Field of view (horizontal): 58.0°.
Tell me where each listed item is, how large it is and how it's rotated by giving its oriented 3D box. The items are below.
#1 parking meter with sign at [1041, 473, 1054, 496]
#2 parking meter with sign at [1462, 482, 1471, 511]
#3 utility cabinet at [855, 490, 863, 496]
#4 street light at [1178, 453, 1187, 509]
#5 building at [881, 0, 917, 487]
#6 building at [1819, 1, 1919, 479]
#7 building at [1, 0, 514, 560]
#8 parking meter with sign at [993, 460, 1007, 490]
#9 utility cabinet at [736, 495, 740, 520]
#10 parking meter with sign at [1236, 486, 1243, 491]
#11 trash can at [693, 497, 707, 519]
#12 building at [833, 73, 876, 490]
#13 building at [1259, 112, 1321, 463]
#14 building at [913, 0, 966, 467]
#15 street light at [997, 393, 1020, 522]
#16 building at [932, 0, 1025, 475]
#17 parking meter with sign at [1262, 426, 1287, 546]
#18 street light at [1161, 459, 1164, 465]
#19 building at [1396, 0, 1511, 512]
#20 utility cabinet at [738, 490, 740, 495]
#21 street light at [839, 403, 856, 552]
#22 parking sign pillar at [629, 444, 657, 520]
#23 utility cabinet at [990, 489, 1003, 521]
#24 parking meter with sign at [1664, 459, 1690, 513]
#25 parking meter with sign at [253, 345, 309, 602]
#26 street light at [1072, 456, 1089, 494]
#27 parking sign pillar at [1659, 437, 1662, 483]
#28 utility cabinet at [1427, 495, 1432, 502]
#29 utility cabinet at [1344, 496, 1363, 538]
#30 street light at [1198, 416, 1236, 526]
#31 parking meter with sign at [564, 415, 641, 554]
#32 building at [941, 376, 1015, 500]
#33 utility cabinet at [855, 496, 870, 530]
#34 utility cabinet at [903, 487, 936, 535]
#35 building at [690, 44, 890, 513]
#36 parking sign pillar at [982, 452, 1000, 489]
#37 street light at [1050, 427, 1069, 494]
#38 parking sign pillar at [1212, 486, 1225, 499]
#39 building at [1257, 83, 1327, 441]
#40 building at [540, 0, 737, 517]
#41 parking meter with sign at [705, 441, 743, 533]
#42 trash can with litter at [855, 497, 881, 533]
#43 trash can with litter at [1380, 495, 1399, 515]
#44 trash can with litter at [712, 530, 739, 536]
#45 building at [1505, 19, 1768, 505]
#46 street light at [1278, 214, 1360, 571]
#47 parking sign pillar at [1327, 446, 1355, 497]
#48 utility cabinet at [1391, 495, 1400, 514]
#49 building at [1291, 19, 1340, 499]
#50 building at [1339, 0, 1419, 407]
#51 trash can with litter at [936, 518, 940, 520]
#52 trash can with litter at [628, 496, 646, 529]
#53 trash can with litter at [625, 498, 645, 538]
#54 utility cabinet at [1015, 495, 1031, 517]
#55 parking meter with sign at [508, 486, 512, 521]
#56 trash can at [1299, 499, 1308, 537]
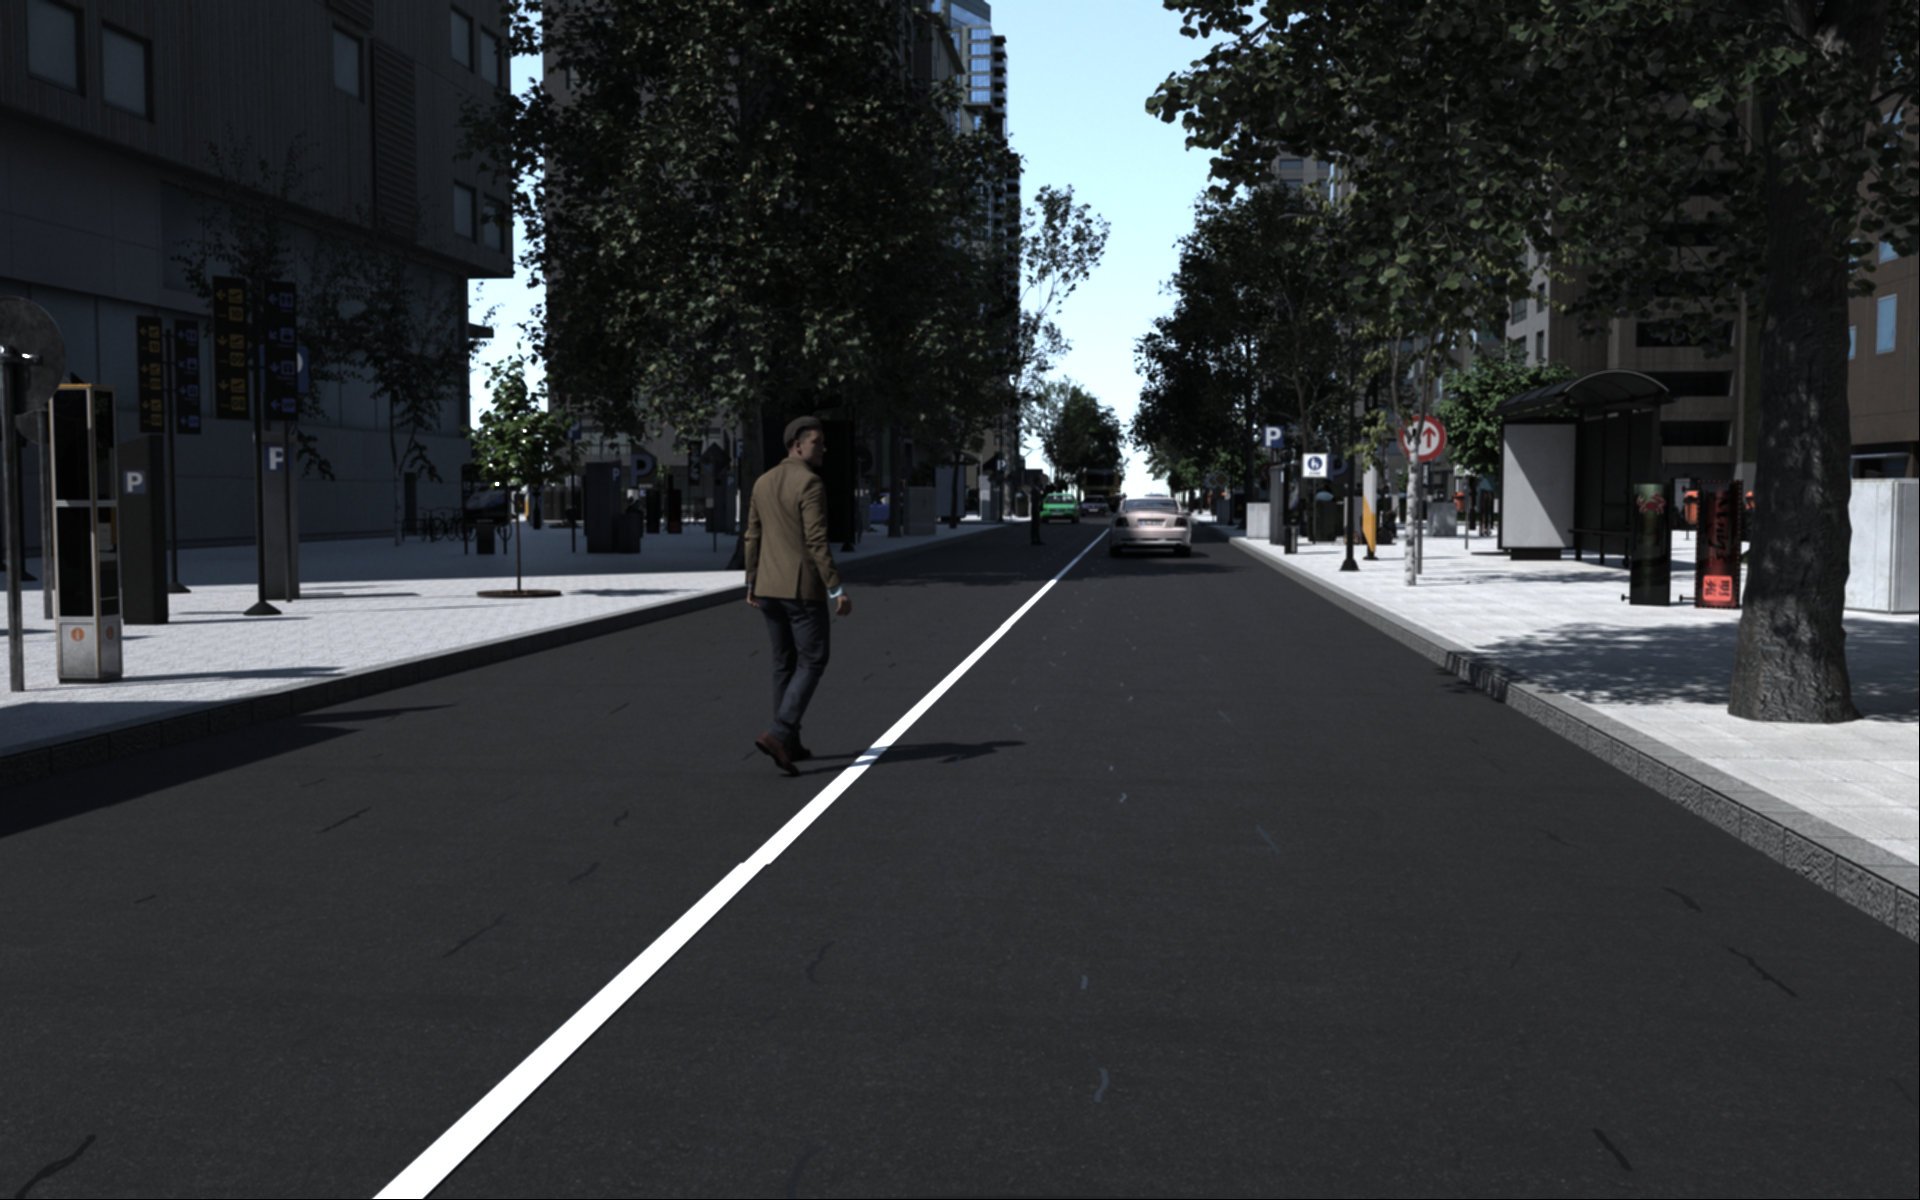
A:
[{"bbox_3d":[7.439,-9.042,144.104,1.738,3.016,0.543,3,4,37],"label":"parking meter with sign"},{"bbox_3d":[32.662,-7.102,112.377,0.543,3.016,1.738,-1,4,-14],"label":"parking meter with sign"},{"bbox_3d":[-5.482,-4.797,87.112,1.173,1.500,0.318,-1,4,-12],"label":"utility cabinet"},{"bbox_3d":[14.875,-8.471,111.045,1.470,5.913,1.316,0,4,6],"label":"street light"},{"bbox_3d":[-13.063,-44.525,166.232,20.563,71.187,20.611,0,4,6],"label":"building"},{"bbox_3d":[32.411,-24.215,46.034,14.600,45.320,14.200,0,4,6],"label":"building"},{"bbox_3d":[-29.558,-27.953,46.274,27.495,52.752,28.713,0,4,6],"label":"building"},{"bbox_3d":[1.963,-5.655,88.719,0.543,3.016,1.738,-1,4,-10],"label":"parking meter with sign"},{"bbox_3d":[-10.838,-4.640,87.021,0.306,1.237,1.020,-3,5,-40],"label":"utility cabinet"},{"bbox_3d":[18.957,-7.453,118.109,1.738,3.016,0.543,0,4,-1],"label":"parking meter with sign"},{"bbox_3d":[-13.446,-4.768,89.607,0.748,1.137,0.748,0,3,0],"label":"trash can"},{"bbox_3d":[-14.017,-28.987,124.050,14.600,45.320,14.200,0,4,6],"label":"building"},{"bbox_3d":[57.962,-44.728,273.298,21.231,58.520,28.212,0,4,6],"label":"building"},{"bbox_3d":[-14.790,-36.834,191.474,28.713,52.752,27.495,0,4,6],"label":"building"},{"bbox_3d":[2.409,-6.529,79.294,1.470,5.913,1.316,0,4,6],"label":"street light"},{"bbox_3d":[0.436,-60.215,297.179,22.319,86.520,31.000,0,4,6],"label":"building"},{"bbox_3d":[8.081,-2.897,43.633,0.543,3.016,1.738,0,4,-5],"label":"parking meter with sign"},{"bbox_3d":[27.464,-15.705,229.313,1.470,5.913,1.316,0,4,6],"label":"street light"},{"bbox_3d":[46.365,-31.217,129.998,23.786,49.044,30.456,0,4,6],"label":"building"},{"bbox_3d":[-11.373,-5.089,91.877,0.318,1.500,1.173,-2,4,-32],"label":"utility cabinet"},{"bbox_3d":[-1.953,-4.015,38.181,1.470,5.913,1.316,0,4,6],"label":"street light"},{"bbox_3d":[-15.648,-5.941,85.614,1.447,3.967,1.447,0,4,3],"label":"parking sign pillar"},{"bbox_3d":[1.764,-4.560,83.243,0.318,1.500,1.173,1,4,18],"label":"utility cabinet"},{"bbox_3d":[36.096,-5.519,86.499,1.738,3.016,0.543,1,4,21],"label":"parking meter with sign"},{"bbox_3d":[-8.337,-1.523,21.169,0.543,3.016,1.738,-2,4,-28],"label":"parking meter with sign"},{"bbox_3d":[10.623,-11.185,155.411,1.470,5.913,1.316,0,4,6],"label":"street light"},{"bbox_3d":[32.513,-5.707,81.785,1.447,3.967,1.447,-2,4,-29],"label":"parking sign pillar"},{"bbox_3d":[26.656,-5.324,98.203,0.306,1.237,1.020,1,4,19],"label":"utility cabinet"},{"bbox_3d":[10.354,-2.083,45.226,0.306,1.237,1.020,3,4,36],"label":"utility cabinet"},{"bbox_3d":[10.443,-5.963,70.040,1.470,5.913,1.316,0,4,6],"label":"street light"},{"bbox_3d":[-7.764,-2.536,37.720,1.738,3.016,0.543,2,4,25],"label":"parking meter with sign"},{"bbox_3d":[-6.240,-25.972,269.677,27.650,21.520,28.899,0,4,6],"label":"building"},{"bbox_3d":[-3.719,-3.096,61.786,1.020,1.237,0.306,0,4,5],"label":"utility cabinet"},{"bbox_3d":[-1.248,-2.751,53.658,0.318,1.500,1.173,3,5,44],"label":"utility cabinet"},{"bbox_3d":[-13.790,-28.305,146.378,14.154,41.232,14.086,0,4,6],"label":"building"},{"bbox_3d":[2.017,-7.572,112.275,1.447,3.967,1.447,2,4,29],"label":"parking sign pillar"},{"bbox_3d":[6.861,-9.051,120.519,1.470,5.913,1.316,0,4,6],"label":"street light"},{"bbox_3d":[18.454,-8.190,122.376,1.447,3.967,1.447,1,4,16],"label":"parking sign pillar"},{"bbox_3d":[60.076,-52.569,297.760,20.563,71.187,20.611,0,4,6],"label":"building"},{"bbox_3d":[-15.575,-25.597,102.113,14.154,41.232,14.086,0,4,6],"label":"building"},{"bbox_3d":[-7.834,-3.755,57.657,1.738,3.016,0.543,3,5,43],"label":"parking meter with sign"},{"bbox_3d":[-3.290,-2.901,58.481,1.678,1.210,2.233,2,4,32],"label":"trash can with litter"},{"bbox_3d":[26.200,-5.712,104.442,2.233,1.210,1.678,0,3,0],"label":"trash can with litter"},{"bbox_3d":[-6.775,-2.629,54.037,2.233,1.210,1.678,3,5,40],"label":"trash can with litter"},{"bbox_3d":[38.086,-19.696,93.727,14.107,30.474,14.160,0,4,6],"label":"building"},{"bbox_3d":[5.976,-3.443,28.839,1.470,5.913,1.316,0,4,6],"label":"street light"},{"bbox_3d":[18.703,-5.908,85.062,1.447,3.967,1.447,3,5,41],"label":"parking sign pillar"},{"bbox_3d":[27.318,-5.896,107.561,1.020,1.237,0.306,0,4,7],"label":"utility cabinet"},{"bbox_3d":[50.219,-53.968,195.055,22.319,86.520,31.000,0,4,6],"label":"building"},{"bbox_3d":[46.971,-38.169,166.057,21.231,58.520,28.212,0,4,6],"label":"building"},{"bbox_3d":[-1.099,-4.663,87.294,1.678,1.210,2.233,-2,4,-34],"label":"trash can with litter"},{"bbox_3d":[-12.136,-3.257,64.302,1.678,1.210,2.233,-1,4,-15],"label":"trash can with litter"},{"bbox_3d":[-9.727,-2.394,50.536,1.055,1.170,0.624,0,4,-4],"label":"trash can with litter"},{"bbox_3d":[3.659,-5.338,98.444,1.020,1.237,0.306,1,4,21],"label":"utility cabinet"},{"bbox_3d":[-21.966,-5.205,81.369,1.738,3.016,0.543,0,4,3],"label":"parking meter with sign"},{"bbox_3d":[10.471,-2.459,51.858,0.748,1.137,0.748,0,3,0],"label":"trash can"}]
